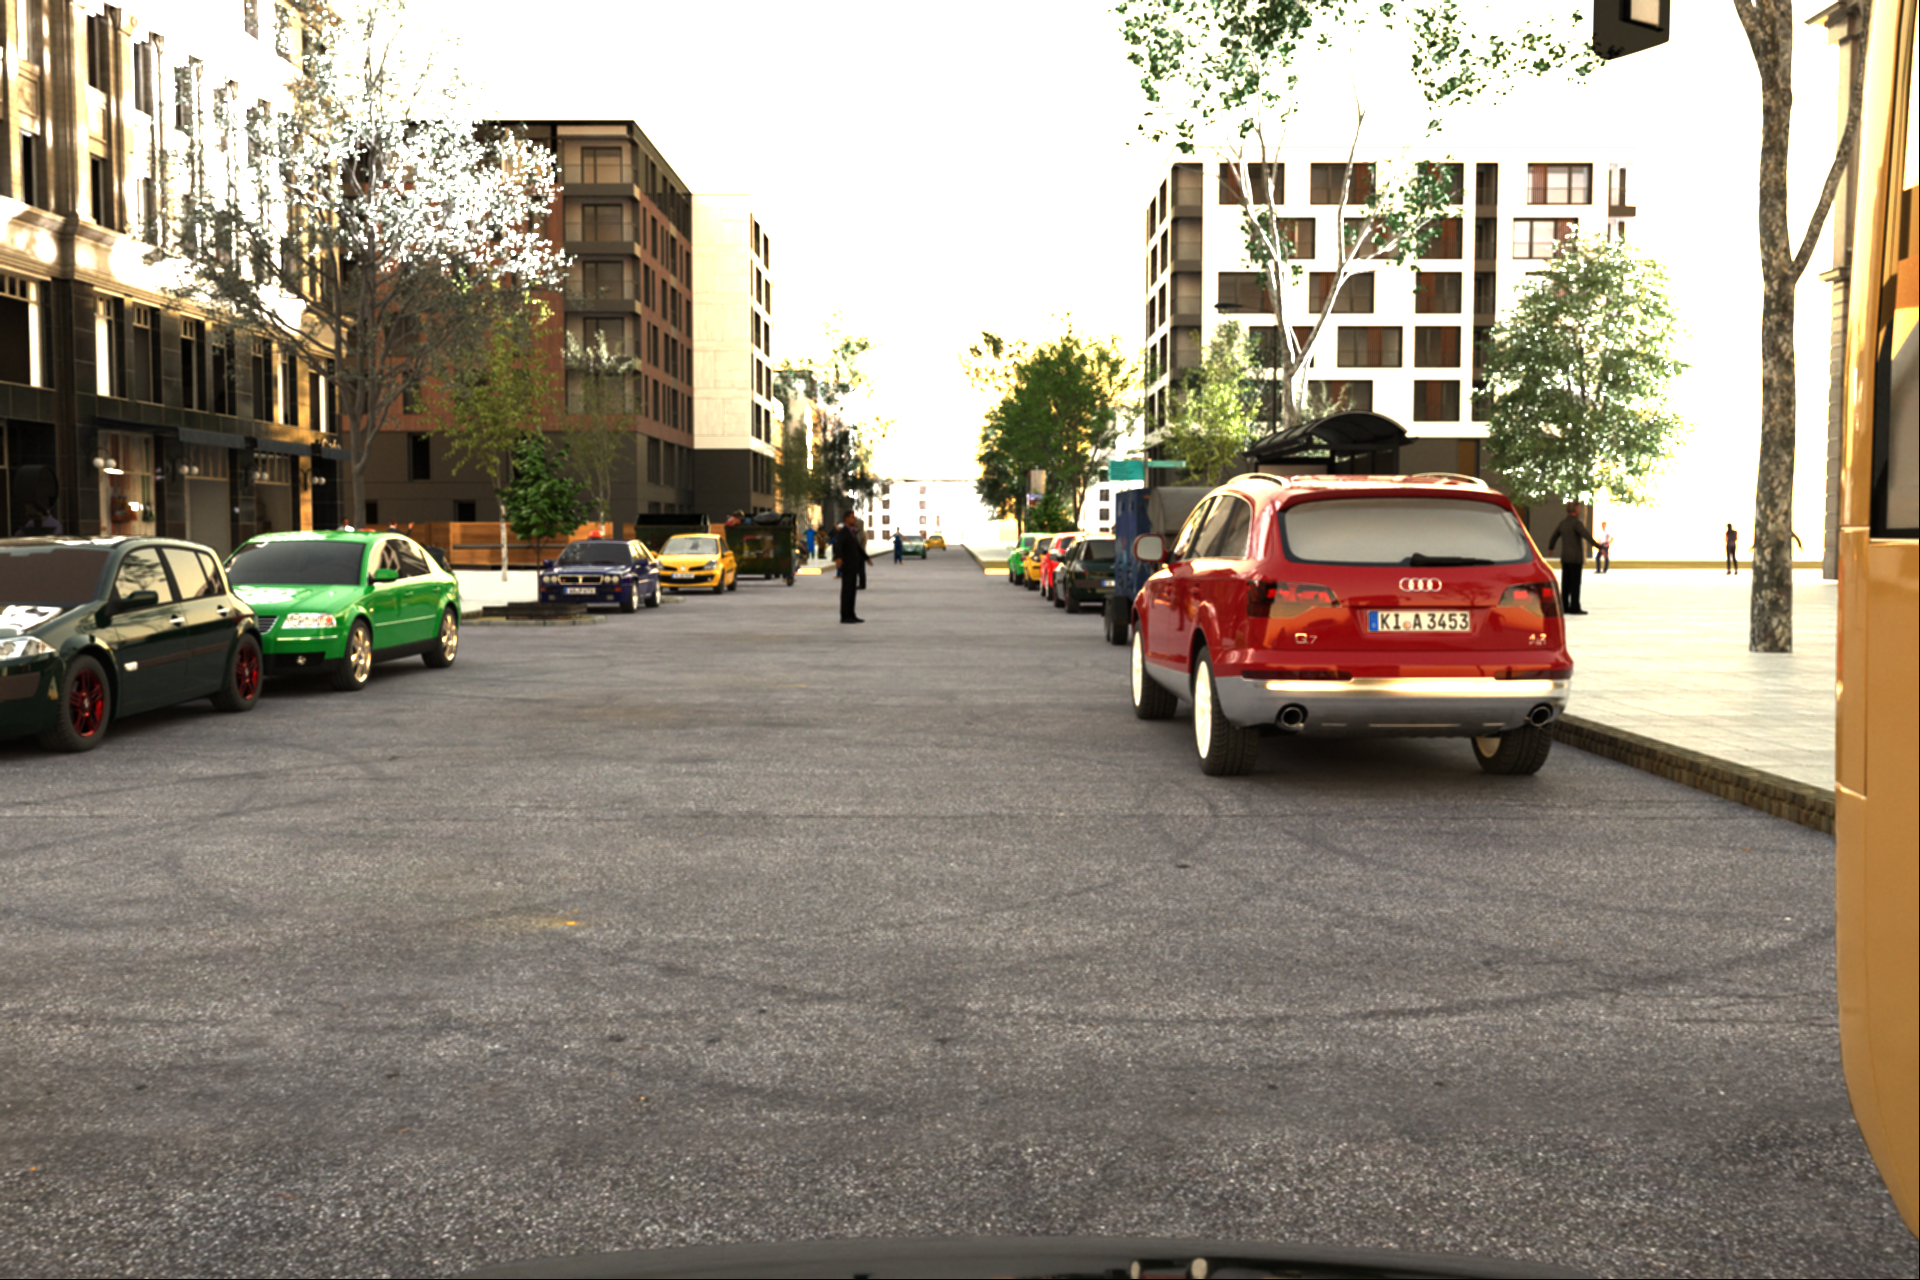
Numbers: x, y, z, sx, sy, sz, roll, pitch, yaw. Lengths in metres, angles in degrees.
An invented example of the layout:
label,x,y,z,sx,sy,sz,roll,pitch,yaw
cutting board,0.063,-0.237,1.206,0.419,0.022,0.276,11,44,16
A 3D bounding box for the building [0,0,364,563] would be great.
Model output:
label,x,y,z,sx,sy,sz,roll,pitch,yaw
building,-29.671,-16.788,54.080,16.754,29.471,25.880,0,4,0

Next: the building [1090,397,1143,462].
label,x,y,z,sx,sy,sz,roll,pitch,yaw
building,23.035,-23.360,238.351,16.016,20.090,11.380,0,3,0

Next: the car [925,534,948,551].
label,x,y,z,sx,sy,sz,roll,pitch,yaw
car,-2.097,-8.686,152.235,2.015,1.641,3.980,0,3,0

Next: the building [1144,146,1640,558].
label,x,y,z,sx,sy,sz,roll,pitch,yaw
building,25.137,-16.134,107.759,27.936,21.610,32.646,0,3,0

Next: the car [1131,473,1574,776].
label,x,y,z,sx,sy,sz,roll,pitch,yaw
car,2.407,-0.193,11.827,2.281,1.827,5.304,0,4,-1

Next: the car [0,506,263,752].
label,x,y,z,sx,sy,sz,roll,pitch,yaw
car,-6.588,-0.172,12.599,2.009,1.686,4.222,0,3,0

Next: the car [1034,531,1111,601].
label,x,y,z,sx,sy,sz,roll,pitch,yaw
car,2.749,-1.816,38.740,2.155,1.783,4.494,0,3,0

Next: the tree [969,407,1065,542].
label,x,y,z,sx,sy,sz,roll,pitch,yaw
tree,5.390,-15.342,157.491,9.857,13.997,8.962,0,3,0

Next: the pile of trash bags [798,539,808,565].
label,x,y,z,sx,sy,sz,roll,pitch,yaw
pile of trash bags,-7.255,-3.785,71.642,1.912,1.369,3.447,0,4,0

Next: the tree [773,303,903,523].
label,x,y,z,sx,sy,sz,roll,pitch,yaw
tree,-11.099,-17.665,144.706,12.611,20.169,13.585,0,3,0

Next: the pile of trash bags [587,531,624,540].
label,x,y,z,sx,sy,sz,roll,pitch,yaw
pile of trash bags,-10.608,-2.580,51.941,1.912,1.369,3.447,0,4,-1

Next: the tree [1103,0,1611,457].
label,x,y,z,sx,sy,sz,roll,pitch,yaw
tree,9.419,-11.499,43.896,12.611,20.169,13.585,0,3,0

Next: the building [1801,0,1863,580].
label,x,y,z,sx,sy,sz,roll,pitch,yaw
building,28.087,-11.732,32.472,13.314,22.015,24.055,0,3,0

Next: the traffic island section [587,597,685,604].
label,x,y,z,sx,sy,sz,roll,pitch,yaw
traffic island section,-6.831,-0.823,36.326,1.991,0.108,1.994,0,3,0

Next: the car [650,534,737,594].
label,x,y,z,sx,sy,sz,roll,pitch,yaw
car,-6.499,-1.969,42.423,2.015,1.641,3.980,0,4,-1

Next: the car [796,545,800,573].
label,x,y,z,sx,sy,sz,roll,pitch,yaw
car,-6.780,-3.245,62.844,2.009,1.686,4.222,0,4,0

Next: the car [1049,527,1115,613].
label,x,y,z,sx,sy,sz,roll,pitch,yaw
car,2.725,-1.402,32.711,2.009,1.686,4.222,0,4,-1

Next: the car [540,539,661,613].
label,x,y,z,sx,sy,sz,roll,pitch,yaw
car,-6.753,-1.226,32.628,1.945,1.354,3.894,0,4,0

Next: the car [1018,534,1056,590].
label,x,y,z,sx,sy,sz,roll,pitch,yaw
car,2.563,-2.157,45.493,2.015,1.641,3.980,0,3,0

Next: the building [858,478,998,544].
label,x,y,z,sx,sy,sz,roll,pitch,yaw
building,-8.235,-19.151,257.721,28.070,9.664,9.099,0,4,-2

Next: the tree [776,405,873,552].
label,x,y,z,sx,sy,sz,roll,pitch,yaw
tree,-10.168,-11.736,126.288,8.767,10.594,7.601,2,4,28

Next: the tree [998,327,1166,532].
label,x,y,z,sx,sy,sz,roll,pitch,yaw
tree,5.899,-9.768,85.460,9.928,11.665,9.643,0,3,0

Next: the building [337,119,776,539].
label,x,y,z,sx,sy,sz,roll,pitch,yaw
building,-26.552,-15.782,102.005,27.936,21.610,32.646,0,3,0

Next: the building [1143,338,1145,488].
label,x,y,z,sx,sy,sz,roll,pitch,yaw
building,25.008,-16.831,141.644,16.747,18.905,31.486,0,3,0

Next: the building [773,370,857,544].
label,x,y,z,sx,sy,sz,roll,pitch,yaw
building,-28.742,-23.703,231.513,27.936,21.610,32.646,0,4,0

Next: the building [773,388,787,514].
label,x,y,z,sx,sy,sz,roll,pitch,yaw
building,-28.911,-21.674,185.299,19.493,23.208,18.063,0,4,-1

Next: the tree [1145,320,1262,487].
label,x,y,z,sx,sy,sz,roll,pitch,yaw
tree,8.657,-6.714,60.142,4.737,8.622,4.395,0,3,0

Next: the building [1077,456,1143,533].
label,x,y,z,sx,sy,sz,roll,pitch,yaw
building,19.082,-15.814,200.702,9.099,9.664,28.070,0,4,-1

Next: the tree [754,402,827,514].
label,x,y,z,sx,sy,sz,roll,pitch,yaw
tree,-9.962,-9.010,97.679,4.360,8.622,3.978,0,3,0

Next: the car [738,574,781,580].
label,x,y,z,sx,sy,sz,roll,pitch,yaw
car,-6.715,-2.760,55.345,2.015,1.641,3.980,0,4,0

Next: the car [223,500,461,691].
label,x,y,z,sx,sy,sz,roll,pitch,yaw
car,-6.350,-0.514,17.204,1.959,1.807,4.718,0,4,0

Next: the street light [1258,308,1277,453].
label,x,y,z,sx,sy,sz,roll,pitch,yaw
street light,6.863,-3.810,34.832,1.470,5.913,1.316,0,4,0

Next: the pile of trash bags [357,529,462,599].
label,x,y,z,sx,sy,sz,roll,pitch,yaw
pile of trash bags,-10.624,-1.389,32.465,1.912,1.369,3.447,0,4,-1

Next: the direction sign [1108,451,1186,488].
label,x,y,z,sx,sy,sz,roll,pitch,yaw
direction sign,6.033,-4.080,55.478,2.525,3.948,1.411,0,3,0

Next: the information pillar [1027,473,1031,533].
label,x,y,z,sx,sy,sz,roll,pitch,yaw
information pillar,3.184,-5.162,73.780,0.750,3.857,0.750,0,4,-1

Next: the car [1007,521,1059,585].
label,x,y,z,sx,sy,sz,roll,pitch,yaw
car,2.363,-2.520,49.992,1.959,1.807,4.718,0,4,-2

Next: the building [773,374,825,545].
label,x,y,z,sx,sy,sz,roll,pitch,yaw
building,-26.428,-22.855,204.610,19.493,23.208,18.063,0,4,1

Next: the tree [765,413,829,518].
label,x,y,z,sx,sy,sz,roll,pitch,yaw
tree,-10.061,-9.408,104.181,4.360,8.622,3.978,0,3,0

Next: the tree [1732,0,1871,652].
label,x,y,z,sx,sy,sz,roll,pitch,yaw
tree,7.459,-9.907,17.864,12.611,20.169,13.585,0,3,0

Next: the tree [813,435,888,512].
label,x,y,z,sx,sy,sz,roll,pitch,yaw
tree,-10.333,-13.656,157.687,8.767,10.594,7.601,2,4,30

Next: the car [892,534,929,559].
label,x,y,z,sx,sy,sz,roll,pitch,yaw
car,-2.869,-5.423,100.460,2.131,1.459,4.920,0,4,0

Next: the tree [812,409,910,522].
label,x,y,z,sx,sy,sz,roll,pitch,yaw
tree,-9.940,-15.816,168.956,12.009,13.543,11.850,0,3,0

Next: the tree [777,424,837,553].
label,x,y,z,sx,sy,sz,roll,pitch,yaw
tree,-10.009,-10.097,115.448,4.360,8.622,3.978,0,3,0
